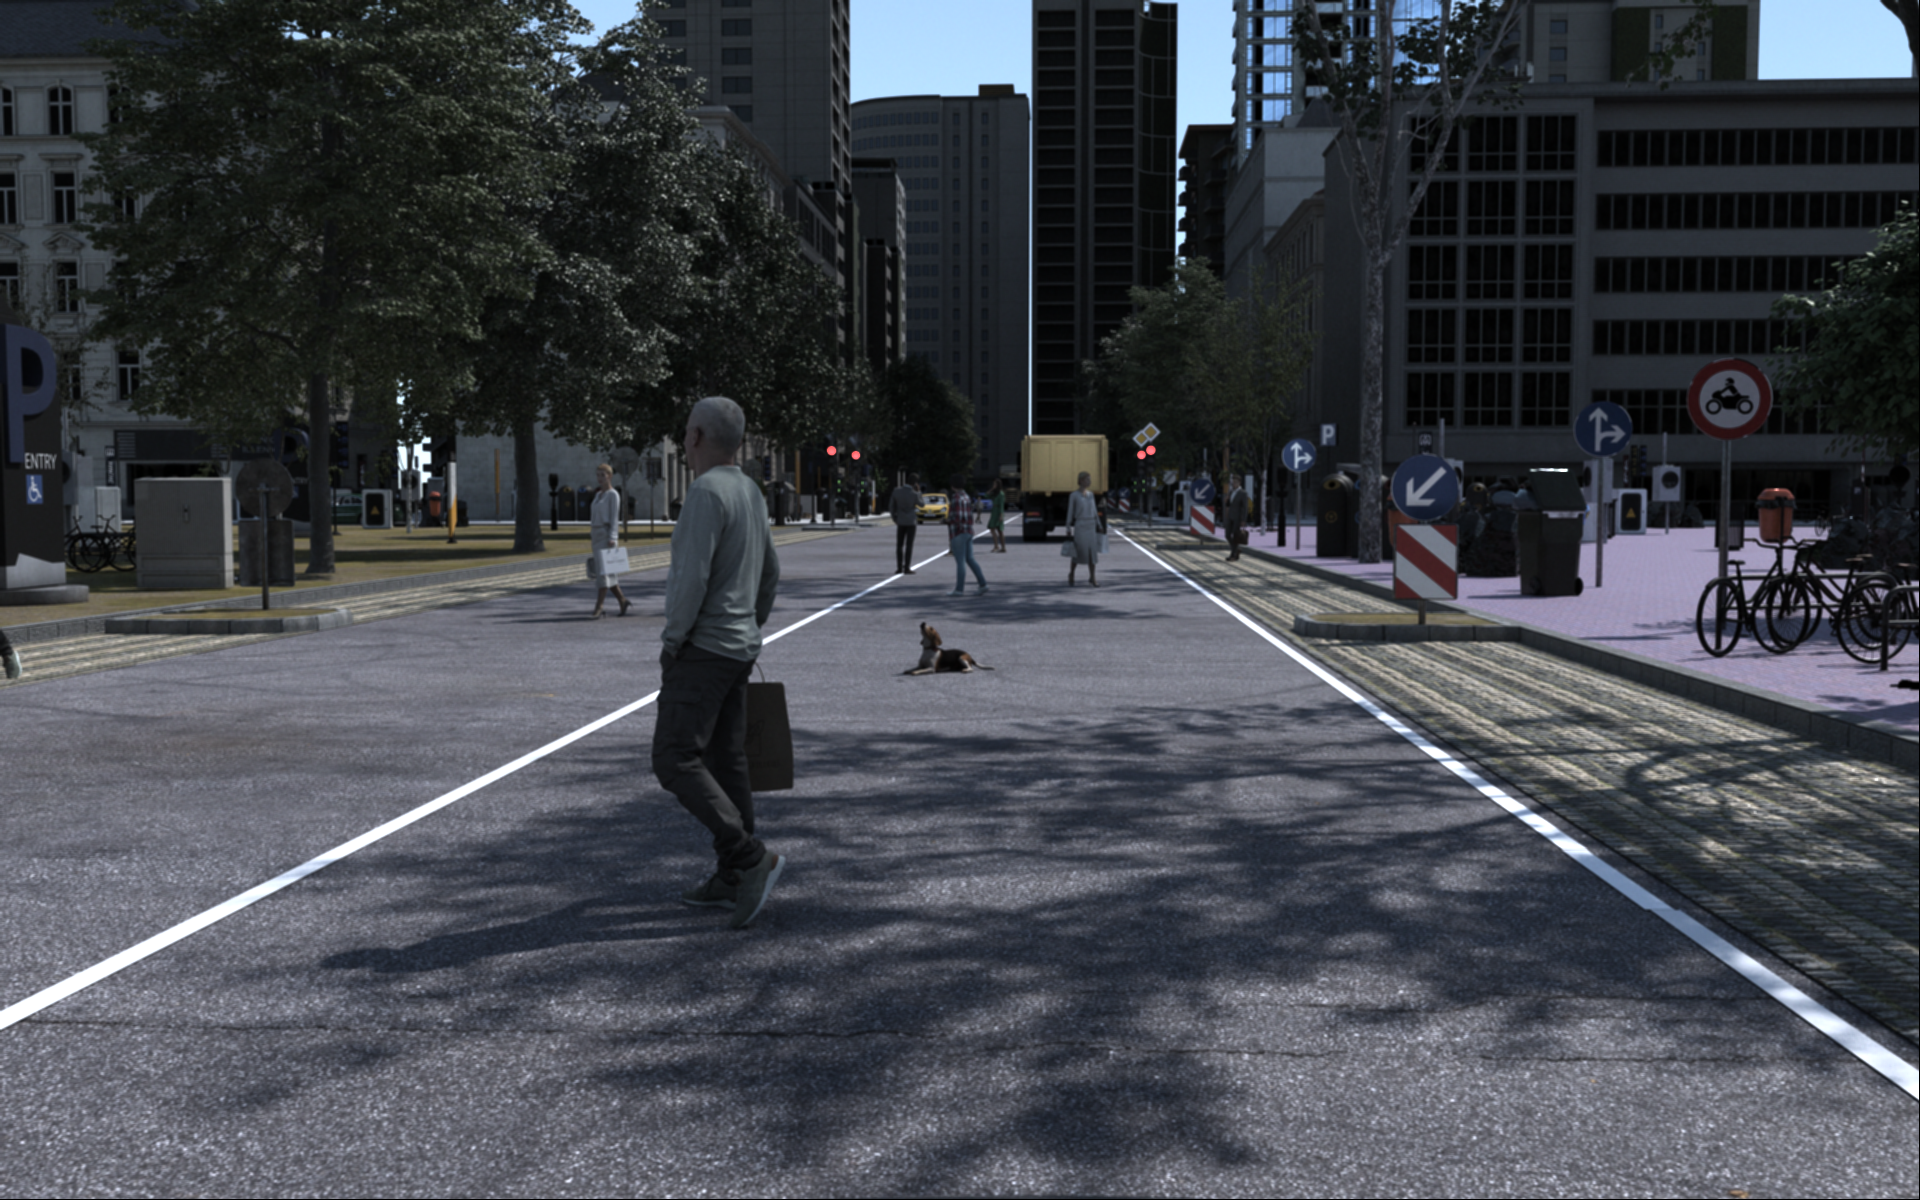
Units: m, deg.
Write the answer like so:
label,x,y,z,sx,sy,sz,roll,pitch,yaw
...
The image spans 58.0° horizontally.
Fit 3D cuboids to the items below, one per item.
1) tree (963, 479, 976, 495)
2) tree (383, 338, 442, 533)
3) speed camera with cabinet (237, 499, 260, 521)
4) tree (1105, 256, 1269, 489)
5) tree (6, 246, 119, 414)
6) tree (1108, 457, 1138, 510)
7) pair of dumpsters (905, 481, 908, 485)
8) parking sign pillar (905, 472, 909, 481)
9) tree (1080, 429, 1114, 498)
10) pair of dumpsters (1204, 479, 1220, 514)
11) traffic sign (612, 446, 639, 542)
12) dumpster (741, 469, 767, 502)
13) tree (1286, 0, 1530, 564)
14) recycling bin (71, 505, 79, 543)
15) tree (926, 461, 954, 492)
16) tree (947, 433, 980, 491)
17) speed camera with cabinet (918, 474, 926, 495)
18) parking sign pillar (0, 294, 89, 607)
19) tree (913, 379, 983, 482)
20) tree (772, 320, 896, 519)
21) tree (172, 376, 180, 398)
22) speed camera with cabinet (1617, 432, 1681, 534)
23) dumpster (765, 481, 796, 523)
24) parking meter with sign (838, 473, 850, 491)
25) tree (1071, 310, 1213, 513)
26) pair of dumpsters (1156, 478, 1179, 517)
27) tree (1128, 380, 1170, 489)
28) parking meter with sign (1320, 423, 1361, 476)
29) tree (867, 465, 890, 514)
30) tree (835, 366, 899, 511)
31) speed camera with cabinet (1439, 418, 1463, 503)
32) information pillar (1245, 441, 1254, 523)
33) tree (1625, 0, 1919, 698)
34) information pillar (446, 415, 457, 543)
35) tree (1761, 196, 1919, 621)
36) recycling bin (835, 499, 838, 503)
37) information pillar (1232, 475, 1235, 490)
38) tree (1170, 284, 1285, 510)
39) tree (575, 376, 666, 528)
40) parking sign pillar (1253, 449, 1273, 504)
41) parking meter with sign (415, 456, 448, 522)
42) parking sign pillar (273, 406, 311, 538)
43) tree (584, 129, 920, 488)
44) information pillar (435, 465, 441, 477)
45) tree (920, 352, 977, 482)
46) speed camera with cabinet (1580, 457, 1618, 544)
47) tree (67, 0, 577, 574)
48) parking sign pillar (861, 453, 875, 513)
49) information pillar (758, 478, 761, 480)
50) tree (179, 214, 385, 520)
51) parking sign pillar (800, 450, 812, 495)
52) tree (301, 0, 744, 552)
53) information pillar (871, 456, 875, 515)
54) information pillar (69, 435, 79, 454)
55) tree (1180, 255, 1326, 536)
label,x,y,z,sx,sy,sz,roll,pitch,yaw
tree,1.289,-14.152,225.989,1.663,3.219,1.824,0,3,0
tree,-18.253,-6.495,56.557,4.737,8.622,4.395,0,3,0
speed camera with cabinet,-33.135,-5.362,81.997,2.038,3.252,0.660,-1,4,-14
tree,10.764,-10.049,82.424,7.486,12.596,7.792,0,3,0
tree,-28.078,-6.241,52.405,4.360,8.622,3.978,0,3,0
tree,14.222,-9.558,139.980,4.285,4.588,4.351,0,3,0
pair of dumpsters,-4.387,-7.747,129.156,1.574,2.255,4.437,0,4,3
parking sign pillar,-4.409,-9.616,145.700,1.447,3.967,1.447,1,4,12
tree,19.591,-18.681,222.442,9.611,12.733,9.660,0,3,0
pair of dumpsters,12.820,-5.449,91.584,1.574,2.255,4.437,0,4,3
traffic sign,-8.960,-2.829,46.355,0.768,2.556,0.104,1,4,9
dumpster,-8.120,-3.812,64.818,1.502,2.255,1.985,0,4,4
tree,8.913,-10.700,30.835,12.611,20.169,13.585,0,3,0
recycling bin,-23.342,-2.030,45.742,0.722,1.027,0.722,1,4,20
tree,-1.531,-10.790,160.135,4.285,4.588,4.351,0,3,0
tree,-0.149,-14.350,184.981,4.360,8.622,3.978,0,3,0
speed camera with cabinet,-3.931,-9.593,151.177,2.038,3.252,0.660,-3,4,-36
parking sign pillar,-11.083,-1.948,20.320,1.447,3.967,1.447,0,4,1
tree,-1.329,-15.451,170.748,7.486,12.596,7.792,0,3,0
tree,-6.787,-9.443,88.813,7.601,10.594,8.767,0,3,0
tree,-27.539,-7.011,64.998,4.737,8.622,4.395,0,3,0
speed camera with cabinet,21.852,-3.724,55.229,2.038,3.252,0.660,0,4,-3
dumpster,-8.195,-4.460,78.682,1.264,1.857,1.865,0,4,3
parking meter with sign,-9.304,-9.113,145.253,1.738,3.016,0.543,-2,4,-29
tree,12.846,-12.989,119.028,9.857,13.997,8.962,0,3,0
pair of dumpsters,11.846,-5.768,96.799,1.574,2.255,4.437,0,4,3
tree,12.493,-9.474,105.265,4.360,8.622,3.978,0,3,0
parking meter with sign,9.840,-2.885,43.425,1.738,3.016,0.543,-2,4,-33
tree,-5.326,-7.090,110.523,1.663,3.219,1.824,0,3,0
tree,-5.628,-8.959,96.840,4.360,8.622,3.978,0,3,0
speed camera with cabinet,12.200,-3.085,44.778,2.038,3.252,0.660,-3,5,-41
information pillar,12.691,-5.176,75.976,0.504,3.616,0.183,-3,5,-43
tree,6.481,-5.201,10.784,9.928,11.665,9.643,0,3,0
information pillar,-13.250,-3.289,45.136,0.183,3.616,0.504,0,3,0
tree,10.119,-2.069,17.537,4.285,4.588,4.351,0,3,0
recycling bin,-6.613,-4.847,91.807,0.722,1.027,0.722,-3,4,-38
information pillar,10.641,-3.869,67.757,0.304,2.012,0.304,-1,4,-10
tree,9.544,-6.779,61.201,4.360,8.622,3.978,0,3,0
tree,-12.762,-7.047,65.579,4.360,8.622,3.978,0,3,0
parking sign pillar,17.728,-6.937,101.898,1.447,3.967,1.447,-2,4,-25
parking meter with sign,-23.928,-5.065,79.070,1.738,3.016,0.543,0,4,-7
parking sign pillar,-19.531,-3.824,50.987,1.447,3.967,1.447,1,4,13
tree,-7.885,-8.438,54.964,9.611,12.733,9.660,0,3,0
information pillar,-41.543,-8.961,137.859,0.504,3.616,0.183,-3,4,-39
tree,-3.815,-13.433,136.641,9.611,12.733,9.660,0,3,0
speed camera with cabinet,16.555,-3.136,45.604,0.660,3.252,2.038,0,4,1
tree,-9.988,-6.717,27.946,7.486,12.596,7.792,0,3,0
parking sign pillar,-6.086,-7.667,113.834,1.447,3.967,1.447,1,4,21
information pillar,-9.072,-4.450,77.256,0.304,2.012,0.304,-1,4,-23
tree,-17.835,-5.806,45.288,4.737,8.622,4.395,0,3,0
parking sign pillar,-9.512,-7.216,106.452,1.447,3.967,1.447,-2,4,-28
tree,-9.660,-8.050,38.273,9.857,13.997,8.962,0,3,0
information pillar,-5.315,-7.039,106.444,0.183,3.616,0.504,0,4,7
information pillar,-35.316,-4.757,69.126,0.504,3.616,0.183,1,4,20
tree,9.225,-6.312,53.558,4.737,8.622,4.395,0,3,0
